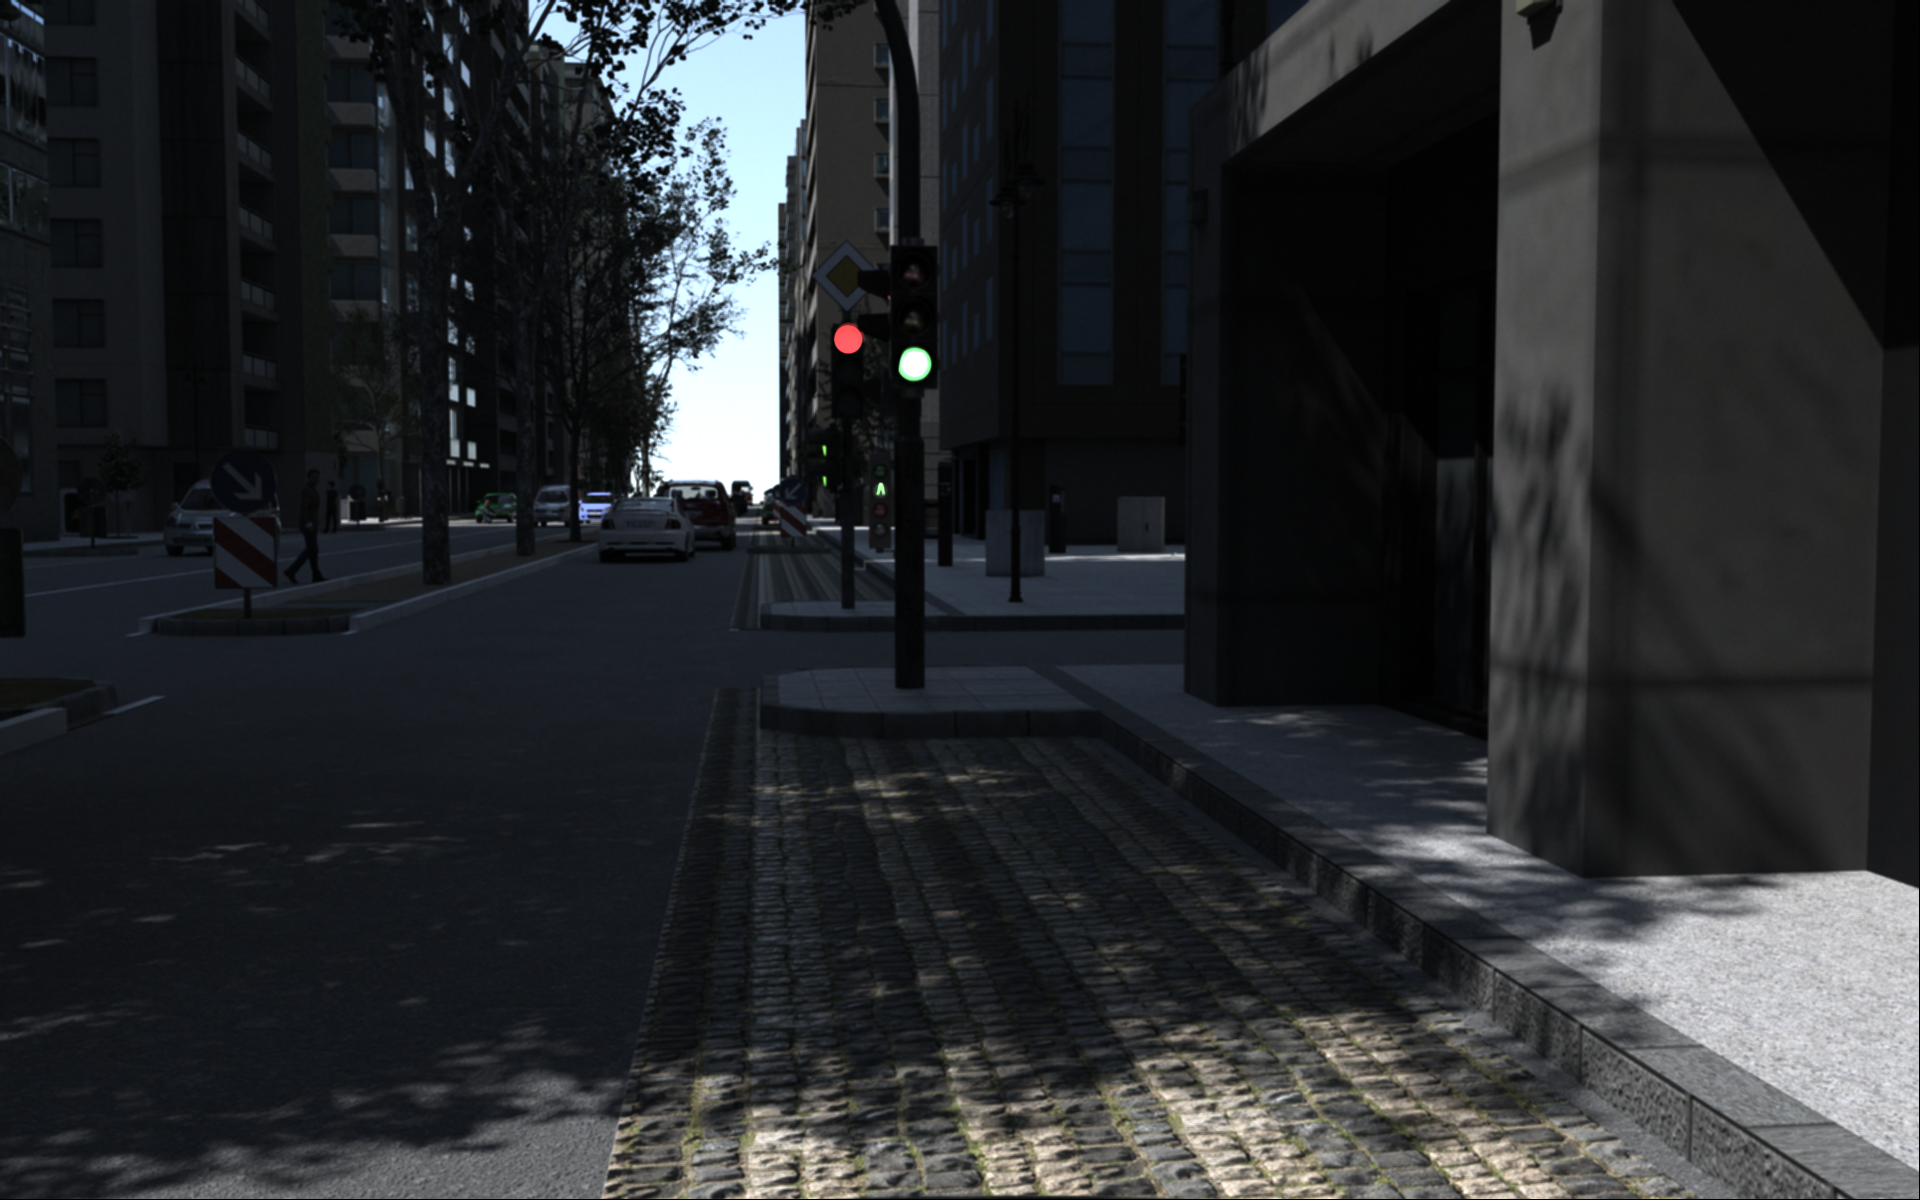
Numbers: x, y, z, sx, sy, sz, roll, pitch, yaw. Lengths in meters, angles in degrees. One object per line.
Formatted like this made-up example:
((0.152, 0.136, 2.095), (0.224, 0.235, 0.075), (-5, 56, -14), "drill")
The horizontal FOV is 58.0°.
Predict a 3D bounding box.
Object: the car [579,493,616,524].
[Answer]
((-17.583, -4.574, 84.382), (1.945, 1.707, 3.694), (0, 4, -5), "car")

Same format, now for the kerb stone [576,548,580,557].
((-8.712, -1.023, 38.927), (0.120, 0.150, 1.000), (0, 4, -7), "kerb stone")

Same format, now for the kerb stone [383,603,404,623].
((-6.476, 0.166, 19.557), (0.120, 0.150, 1.000), (0, 4, -7), "kerb stone")

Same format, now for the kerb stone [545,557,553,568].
((-8.118, -0.712, 33.844), (0.120, 0.150, 1.000), (0, 4, -7), "kerb stone")

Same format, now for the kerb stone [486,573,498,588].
((-7.291, -0.275, 26.685), (0.120, 0.150, 1.000), (0, 4, -7), "kerb stone")

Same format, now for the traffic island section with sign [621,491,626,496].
((-38.448, -11.574, 197.866), (1.989, 1.847, 2.006), (0, 4, -7), "traffic island section with sign")

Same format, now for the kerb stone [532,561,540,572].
((-7.885, -0.587, 31.800), (0.120, 0.150, 1.000), (0, 4, -7), "kerb stone")

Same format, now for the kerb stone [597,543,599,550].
((-9.291, -1.335, 44.021), (0.120, 0.150, 1.000), (0, 4, -7), "kerb stone")

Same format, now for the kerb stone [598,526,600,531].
((-13.964, -2.692, 66.209), (0.120, 0.150, 1.000), (0, 4, -7), "kerb stone")

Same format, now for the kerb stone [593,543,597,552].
((-9.175, -1.273, 43.004), (0.120, 0.150, 1.000), (0, 4, -7), "kerb stone")

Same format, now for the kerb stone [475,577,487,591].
((-7.183, -0.212, 25.668), (0.120, 0.150, 1.000), (0, 4, -7), "kerb stone")

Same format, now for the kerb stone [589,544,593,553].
((-9.063, -1.211, 41.987), (0.120, 0.150, 1.000), (0, 4, -7), "kerb stone")

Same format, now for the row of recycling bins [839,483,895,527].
((-3.574, -3.746, 68.360), (1.069, 1.692, 3.534), (-3, 5, -40), "row of recycling bins")

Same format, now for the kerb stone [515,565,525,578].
((-7.652, -0.460, 29.747), (0.120, 0.150, 1.000), (0, 4, -7), "kerb stone")

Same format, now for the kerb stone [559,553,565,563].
((-8.354, -0.837, 35.875), (0.120, 0.150, 1.000), (0, 4, -7), "kerb stone")

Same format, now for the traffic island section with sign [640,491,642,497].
((-41.600, -13.250, 225.265), (1.989, 1.847, 2.006), (0, 4, -7), "traffic island section with sign")

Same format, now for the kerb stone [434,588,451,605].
((-6.835, -0.026, 22.613), (0.120, 0.150, 1.000), (0, 4, -7), "kerb stone")

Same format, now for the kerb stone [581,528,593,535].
((-13.602, -2.505, 63.157), (0.120, 0.150, 1.000), (0, 4, -7), "kerb stone")

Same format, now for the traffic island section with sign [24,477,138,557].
((-20.278, -1.927, 40.136), (1.989, 1.847, 2.006), (0, 4, -7), "traffic island section with sign")

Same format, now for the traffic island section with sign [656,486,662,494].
((-16.019, -5.193, 93.049), (2.006, 1.907, 1.989), (0, 4, -7), "traffic island section with sign")

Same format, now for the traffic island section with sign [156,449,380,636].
((-7.410, -0.628, 18.404), (2.006, 1.907, 1.989), (0, 4, -7), "traffic island section with sign")

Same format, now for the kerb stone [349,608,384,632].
((-6.361, 0.224, 18.541), (0.120, 0.150, 1.000), (0, 4, -7), "kerb stone")

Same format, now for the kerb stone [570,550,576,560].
((-8.585, -0.961, 37.909), (0.120, 0.150, 1.000), (0, 4, -7), "kerb stone")

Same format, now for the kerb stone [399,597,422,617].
((-6.586, 0.099, 20.573), (0.120, 0.150, 1.000), (0, 4, -7), "kerb stone")

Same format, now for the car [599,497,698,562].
((-6.820, -1.565, 37.952), (2.083, 1.381, 4.827), (0, 4, -6), "car")

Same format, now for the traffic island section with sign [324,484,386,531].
((-23.391, -3.577, 67.105), (1.989, 1.847, 2.006), (0, 4, -7), "traffic island section with sign")

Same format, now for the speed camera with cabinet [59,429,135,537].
((-26.171, -3.558, 52.506), (2.038, 3.252, 0.660), (-2, 4, -27), "speed camera with cabinet")

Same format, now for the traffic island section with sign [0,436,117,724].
((-6.572, -0.178, 11.044), (2.006, 1.907, 1.989), (0, 4, -7), "traffic island section with sign")

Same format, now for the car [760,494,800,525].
((-8.478, -4.476, 81.979), (1.959, 1.807, 4.718), (-1, 4, -8), "car")

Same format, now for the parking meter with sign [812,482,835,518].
((-6.934, -5.829, 91.564), (1.738, 3.016, 0.543), (0, 4, -4), "parking meter with sign")

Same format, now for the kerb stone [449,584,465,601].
((-6.942, -0.088, 23.632), (0.120, 0.150, 1.000), (0, 4, -7), "kerb stone")

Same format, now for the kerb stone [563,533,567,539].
((-12.672, -2.007, 55.010), (0.120, 0.150, 1.000), (0, 4, -7), "kerb stone")

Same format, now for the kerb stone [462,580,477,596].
((-7.062, -0.150, 24.652), (0.120, 0.150, 1.000), (0, 4, -7), "kerb stone")

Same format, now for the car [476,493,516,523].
((-23.169, -4.788, 87.087), (1.959, 1.807, 4.718), (0, 4, -6), "car")

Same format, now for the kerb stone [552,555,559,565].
((-8.236, -0.775, 34.859), (0.120, 0.150, 1.000), (0, 4, -7), "kerb stone")

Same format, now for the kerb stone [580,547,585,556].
((-8.826, -1.084, 39.942), (0.120, 0.150, 1.000), (0, 4, -7), "kerb stone")

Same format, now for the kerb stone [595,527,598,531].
((-13.848, -2.630, 65.193), (0.120, 0.150, 1.000), (0, 4, -7), "kerb stone")

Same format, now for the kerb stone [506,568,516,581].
((-7.533, -0.400, 28.729), (0.120, 0.150, 1.000), (0, 4, -7), "kerb stone")

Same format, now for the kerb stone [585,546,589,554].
((-8.938, -1.148, 40.973), (0.120, 0.150, 1.000), (0, 4, -7), "kerb stone")

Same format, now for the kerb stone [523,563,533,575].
((-7.768, -0.525, 30.779), (0.120, 0.150, 1.000), (0, 4, -7), "kerb stone")

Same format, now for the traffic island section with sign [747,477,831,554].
((-4.176, -2.047, 42.094), (1.989, 1.847, 2.006), (0, 4, -7), "traffic island section with sign")

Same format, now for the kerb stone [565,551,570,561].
((-8.472, -0.899, 36.892), (0.120, 0.150, 1.000), (0, 4, -7), "kerb stone")

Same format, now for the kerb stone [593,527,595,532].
((-13.728, -2.568, 64.179), (0.120, 0.150, 1.000), (0, 4, -7), "kerb stone")

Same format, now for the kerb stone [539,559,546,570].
((-8.009, -0.649, 32.815), (0.120, 0.150, 1.000), (0, 4, -7), "kerb stone")

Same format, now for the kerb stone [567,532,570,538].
((-12.789, -2.064, 56.026), (0.120, 0.150, 1.000), (0, 4, -7), "kerb stone")

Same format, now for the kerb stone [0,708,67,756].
((-5.363, 0.753, 9.892), (0.120, 0.150, 1.000), (0, 4, -7), "kerb stone")

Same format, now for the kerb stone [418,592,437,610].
((-6.710, 0.037, 21.595), (0.120, 0.150, 1.000), (0, 4, -7), "kerb stone")

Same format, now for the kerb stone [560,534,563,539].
((-12.559, -1.943, 53.994), (0.120, 0.150, 1.000), (0, 4, -7), "kerb stone")

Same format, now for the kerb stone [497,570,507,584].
((-7.415, -0.336, 27.704), (0.120, 0.150, 1.000), (0, 4, -7), "kerb stone")

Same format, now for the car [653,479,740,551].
((-6.915, -2.238, 45.263), (2.281, 1.827, 5.304), (0, 4, -6), "car")
